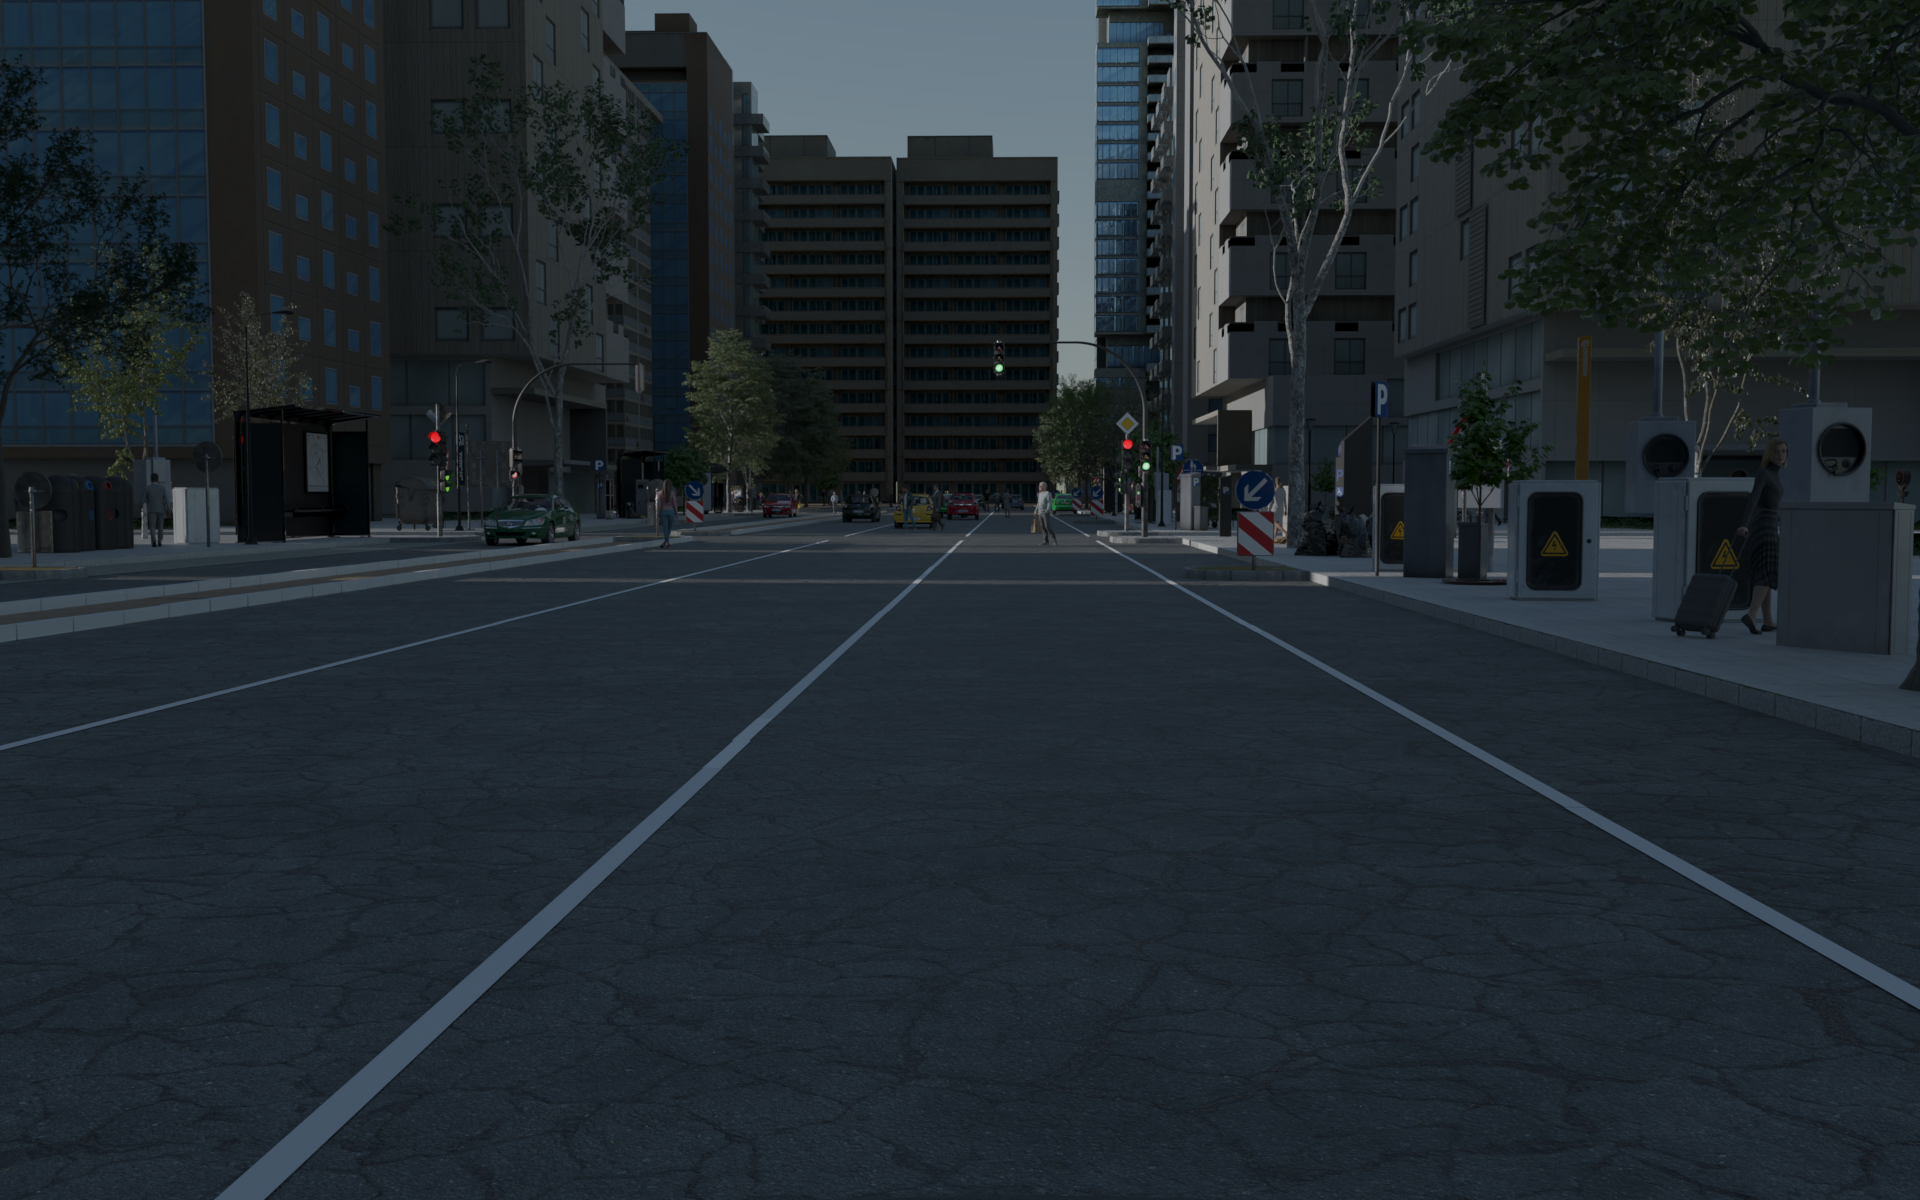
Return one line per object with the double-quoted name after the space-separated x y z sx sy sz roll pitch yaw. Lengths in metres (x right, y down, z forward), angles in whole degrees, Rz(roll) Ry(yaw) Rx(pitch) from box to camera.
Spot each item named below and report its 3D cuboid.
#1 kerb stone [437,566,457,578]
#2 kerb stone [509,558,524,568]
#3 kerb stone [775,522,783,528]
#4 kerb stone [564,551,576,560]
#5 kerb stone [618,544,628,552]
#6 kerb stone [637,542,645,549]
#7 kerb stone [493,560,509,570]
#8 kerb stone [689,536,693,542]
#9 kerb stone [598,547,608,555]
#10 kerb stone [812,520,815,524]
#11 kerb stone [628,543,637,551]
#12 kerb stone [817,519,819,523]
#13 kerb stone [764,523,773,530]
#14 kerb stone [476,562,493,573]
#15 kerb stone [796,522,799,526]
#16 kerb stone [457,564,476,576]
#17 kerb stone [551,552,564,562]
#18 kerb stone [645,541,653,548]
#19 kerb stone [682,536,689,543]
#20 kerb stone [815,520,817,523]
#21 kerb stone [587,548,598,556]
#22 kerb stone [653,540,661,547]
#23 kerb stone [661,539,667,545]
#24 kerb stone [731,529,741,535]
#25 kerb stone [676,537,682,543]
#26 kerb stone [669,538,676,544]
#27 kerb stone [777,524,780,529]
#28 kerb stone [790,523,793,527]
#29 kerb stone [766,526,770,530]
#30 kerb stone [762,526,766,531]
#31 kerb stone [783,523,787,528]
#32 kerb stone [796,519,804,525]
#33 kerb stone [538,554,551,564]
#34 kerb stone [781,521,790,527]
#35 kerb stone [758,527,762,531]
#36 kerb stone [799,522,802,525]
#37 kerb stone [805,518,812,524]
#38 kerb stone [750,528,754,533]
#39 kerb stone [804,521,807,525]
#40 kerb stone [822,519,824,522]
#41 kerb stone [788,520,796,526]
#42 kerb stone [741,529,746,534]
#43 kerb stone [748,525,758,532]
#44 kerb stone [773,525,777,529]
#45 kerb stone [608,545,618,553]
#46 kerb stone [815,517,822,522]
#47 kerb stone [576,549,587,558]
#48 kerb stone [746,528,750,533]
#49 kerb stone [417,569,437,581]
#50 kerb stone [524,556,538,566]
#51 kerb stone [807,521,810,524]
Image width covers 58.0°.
-8.916 -0.463 29.812 0.120 0.150 1.000 0 4 2 "kerb stone"
-8.791 -0.711 33.902 0.120 0.150 1.000 0 4 2 "kerb stone"
-7.613 -3.064 72.363 0.120 0.150 1.000 0 4 2 "kerb stone"
-8.667 -0.966 37.996 0.120 0.150 1.000 0 4 2 "kerb stone"
-8.505 -1.280 43.118 0.120 0.150 1.000 0 4 2 "kerb stone"
-8.450 -1.405 45.161 0.120 0.150 1.000 0 4 2 "kerb stone"
-8.821 -0.653 32.881 0.120 0.150 1.000 0 4 2 "kerb stone"
-8.225 -1.842 52.327 0.120 0.150 1.000 0 4 2 "kerb stone"
-8.574 -1.152 41.069 0.120 0.150 1.000 0 4 2 "kerb stone"
-7.261 -3.753 83.645 0.120 0.150 1.000 0 4 2 "kerb stone"
-8.471 -1.339 44.140 0.120 0.150 1.000 0 4 2 "kerb stone"
-7.205 -3.875 85.689 0.120 0.150 1.000 0 4 2 "kerb stone"
-7.703 -2.880 69.292 0.120 0.150 1.000 0 4 2 "kerb stone"
-8.857 -0.591 31.857 0.120 0.150 1.000 0 4 2 "kerb stone"
-7.450 -3.381 77.481 0.120 0.150 1.000 0 4 2 "kerb stone"
-8.886 -0.527 30.835 0.120 0.150 1.000 0 4 2 "kerb stone"
-8.695 -0.896 36.969 0.120 0.150 1.000 0 4 2 "kerb stone"
-8.417 -1.467 46.187 0.120 0.150 1.000 0 4 2 "kerb stone"
-8.252 -1.774 51.306 0.120 0.150 1.000 0 4 2 "kerb stone"
-7.227 -3.821 84.667 0.120 0.150 1.000 0 4 2 "kerb stone"
-8.605 -1.092 40.047 0.120 0.150 1.000 0 4 2 "kerb stone"
-8.379 -1.530 47.208 0.120 0.150 1.000 0 4 2 "kerb stone"
-8.348 -1.593 48.238 0.120 0.150 1.000 0 4 2 "kerb stone"
-7.957 -2.374 61.095 0.120 0.150 1.000 0 4 2 "kerb stone"
-8.289 -1.718 50.285 0.120 0.150 1.000 0 4 2 "kerb stone"
-8.321 -1.656 49.263 0.120 0.150 1.000 0 4 2 "kerb stone"
-7.644 -3.003 71.340 0.120 0.150 1.000 0 4 2 "kerb stone"
-7.516 -3.255 75.432 0.120 0.150 1.000 0 4 2 "kerb stone"
-7.737 -2.818 68.264 0.120 0.150 1.000 0 4 2 "kerb stone"
-7.760 -2.747 67.242 0.120 0.150 1.000 0 4 2 "kerb stone"
-7.576 -3.129 73.384 0.120 0.150 1.000 0 4 2 "kerb stone"
-7.391 -3.507 79.530 0.120 0.150 1.000 0 4 2 "kerb stone"
-8.728 -0.841 35.947 0.120 0.150 1.000 0 4 2 "kerb stone"
-7.550 -3.193 74.410 0.120 0.150 1.000 0 4 2 "kerb stone"
-7.797 -2.692 66.217 0.120 0.150 1.000 0 4 2 "kerb stone"
-7.418 -3.444 78.503 0.120 0.150 1.000 0 4 2 "kerb stone"
-7.295 -3.694 82.614 0.120 0.150 1.000 0 4 2 "kerb stone"
-7.865 -2.566 64.171 0.120 0.150 1.000 0 4 2 "kerb stone"
-7.359 -3.569 80.555 0.120 0.150 1.000 0 4 2 "kerb stone"
-7.136 -4.009 87.742 0.120 0.150 1.000 0 4 2 "kerb stone"
-7.479 -3.319 76.459 0.120 0.150 1.000 0 4 2 "kerb stone"
-7.917 -2.442 62.116 0.120 0.150 1.000 0 4 2 "kerb stone"
-7.828 -2.629 65.193 0.120 0.150 1.000 0 4 2 "kerb stone"
-7.673 -2.939 70.314 0.120 0.150 1.000 0 4 2 "kerb stone"
-8.538 -1.217 42.090 0.120 0.150 1.000 0 4 2 "kerb stone"
-7.160 -3.946 86.714 0.120 0.150 1.000 0 4 2 "kerb stone"
-8.636 -1.029 39.026 0.120 0.150 1.000 0 4 2 "kerb stone"
-7.893 -2.502 63.146 0.120 0.150 1.000 0 4 2 "kerb stone"
-8.955 -0.403 28.780 0.120 0.150 1.000 0 4 2 "kerb stone"
-8.757 -0.778 34.923 0.120 0.150 1.000 0 4 2 "kerb stone"
-7.325 -3.633 81.592 0.120 0.150 1.000 0 4 2 "kerb stone"
